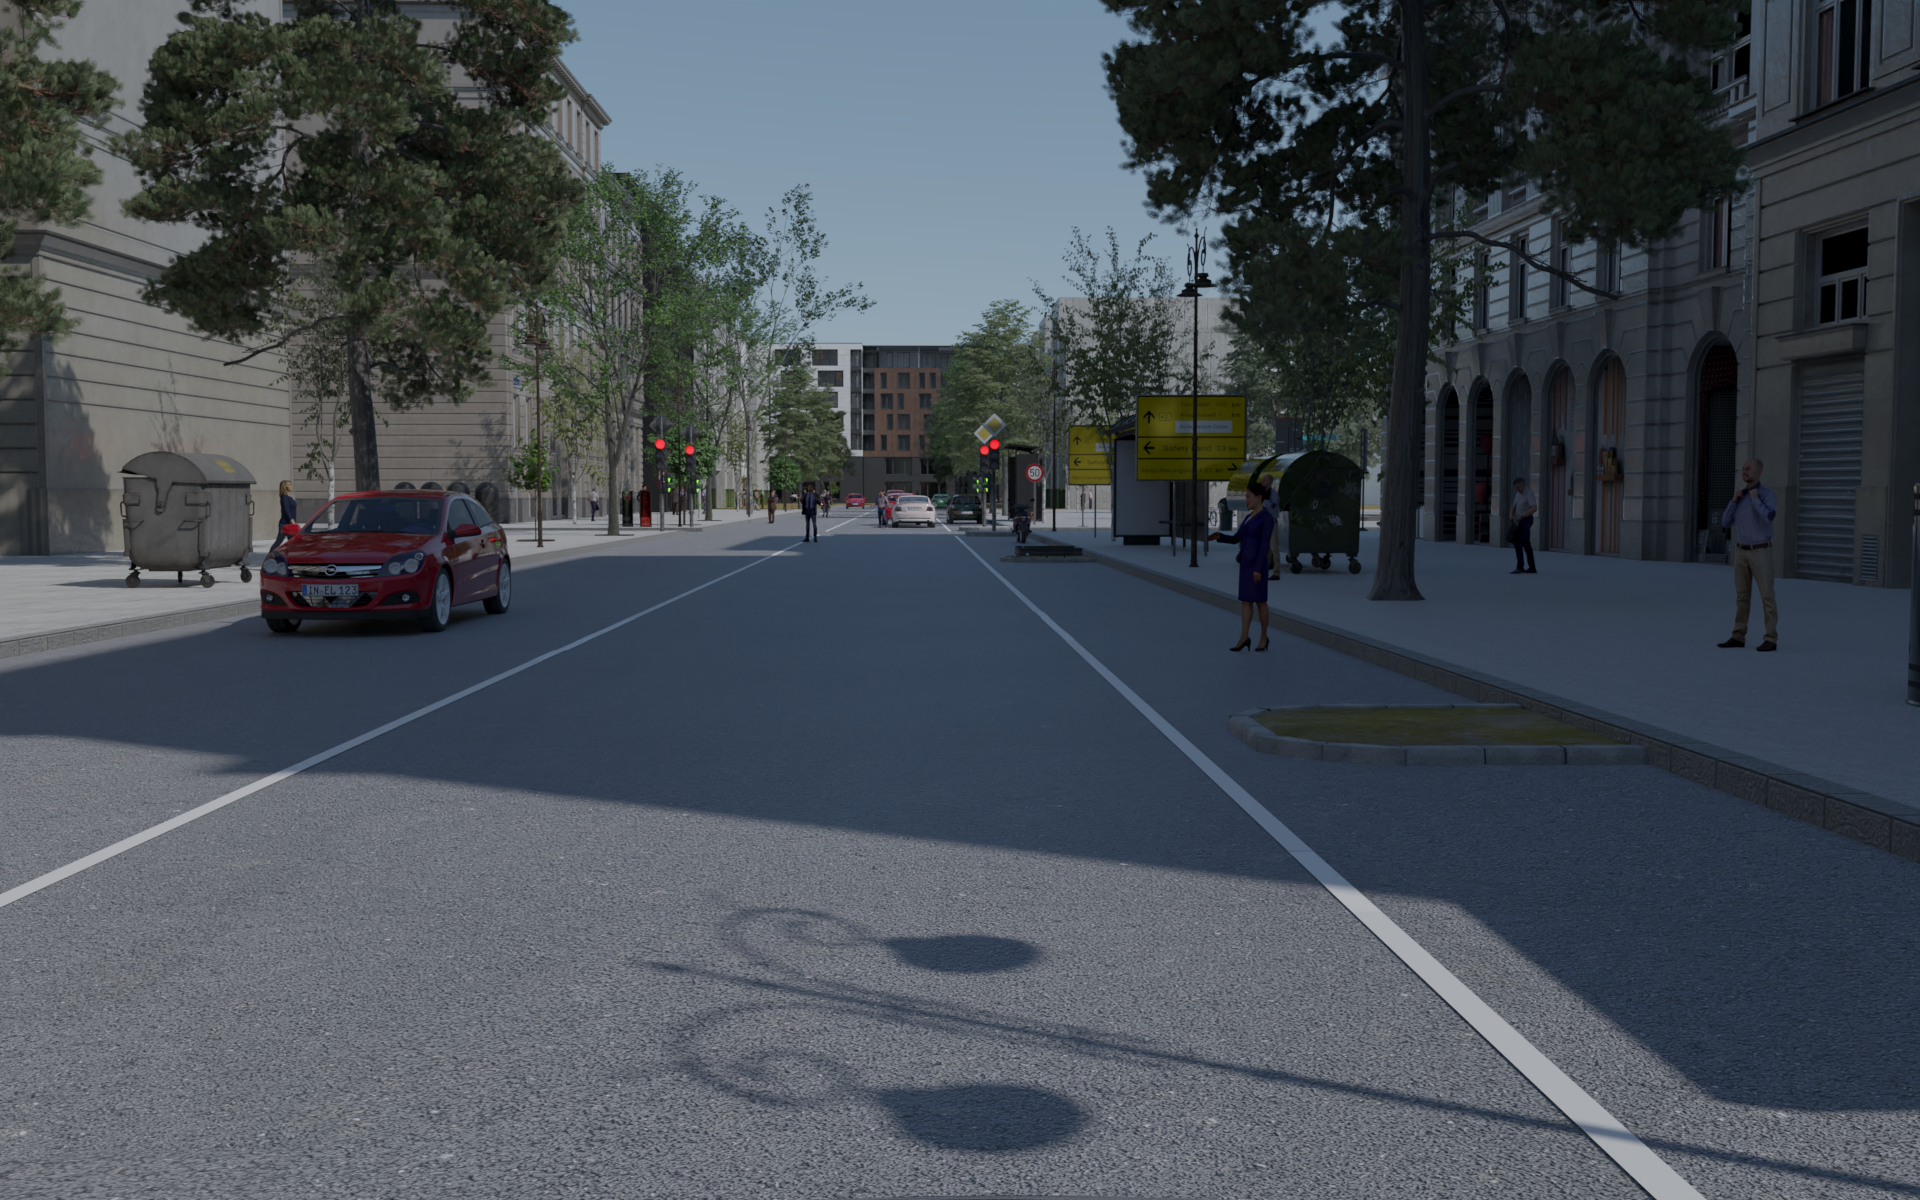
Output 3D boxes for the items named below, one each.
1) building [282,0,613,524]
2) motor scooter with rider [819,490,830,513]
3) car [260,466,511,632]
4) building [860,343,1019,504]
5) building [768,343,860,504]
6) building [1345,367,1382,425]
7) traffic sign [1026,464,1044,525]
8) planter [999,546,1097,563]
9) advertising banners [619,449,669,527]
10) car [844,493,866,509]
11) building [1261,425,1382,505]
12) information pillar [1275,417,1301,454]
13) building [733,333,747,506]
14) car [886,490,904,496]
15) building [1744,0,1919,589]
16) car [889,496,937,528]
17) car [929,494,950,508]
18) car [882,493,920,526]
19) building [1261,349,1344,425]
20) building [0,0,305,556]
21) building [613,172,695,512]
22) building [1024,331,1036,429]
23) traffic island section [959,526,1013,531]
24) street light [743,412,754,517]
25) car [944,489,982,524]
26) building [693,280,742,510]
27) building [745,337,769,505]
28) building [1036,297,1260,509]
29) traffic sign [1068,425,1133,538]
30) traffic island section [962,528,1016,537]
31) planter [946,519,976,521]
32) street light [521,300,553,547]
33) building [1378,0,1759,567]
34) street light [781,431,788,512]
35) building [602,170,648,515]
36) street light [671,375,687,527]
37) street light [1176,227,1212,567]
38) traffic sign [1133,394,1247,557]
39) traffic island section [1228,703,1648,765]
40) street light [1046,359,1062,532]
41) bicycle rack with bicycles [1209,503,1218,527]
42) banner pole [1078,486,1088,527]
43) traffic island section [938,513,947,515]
[{"bbox_3d":[-25.562,-17.682,86.365,12.463,27.353,25.104,0,4,-2],"label":"building"},{"bbox_3d":[-10.163,-7.364,129.360,0.876,1.779,1.986,0,4,-3],"label":"motor scooter with rider"},{"bbox_3d":[-6.297,-0.628,19.301,2.155,1.783,4.494,0,4,-2],"label":"car"},{"bbox_3d":[2.699,-24.755,248.726,32.646,21.610,27.936,0,4,-2],"label":"building"},{"bbox_3d":[-29.920,-24.670,247.333,32.646,21.610,27.936,0,4,-2],"label":"building"},{"bbox_3d":[58.496,-23.785,245.298,11.380,20.091,16.016,0,4,-2],"label":"building"},{"bbox_3d":[3.121,-4.427,72.487,0.768,2.556,0.104,0,4,-1],"label":"traffic sign"},{"bbox_3d":[1.851,-0.981,37.183,1.991,0.319,1.994,0,4,-2],"label":"planter"},{"bbox_3d":[-12.222,-4.340,67.142,2.074,3.025,0.090,1,4,13],"label":"advertising banners"},{"bbox_3d":[-10.043,-9.601,166.018,2.155,1.783,4.494,0,4,-3],"label":"car"},{"bbox_3d":[45.801,-16.323,209.030,28.070,9.664,9.099,0,4,-2],"label":"building"},{"bbox_3d":[11.159,-4.253,58.907,0.750,3.857,0.750,-2,4,-35],"label":"information pillar"},{"bbox_3d":[-30.161,-19.816,180.417,16.016,20.091,11.380,0,4,-2],"label":"building"},{"bbox_3d":[-5.758,-8.896,154.118,2.281,1.827,5.304,0,4,-3],"label":"car"},{"bbox_3d":[20.120,-10.985,12.892,16.112,22.955,30.059,0,4,-2],"label":"building"},{"bbox_3d":[-2.030,-3.825,74.907,2.083,1.381,4.827,0,4,-3],"label":"car"},{"bbox_3d":[-1.623,-8.502,150.803,2.131,1.459,4.920,0,4,0],"label":"car"},{"bbox_3d":[-2.700,-4.344,80.059,2.155,1.783,4.494,0,4,-1],"label":"car"},{"bbox_3d":[35.866,-24.818,249.741,32.646,21.610,27.936,0,4,-2],"label":"building"},{"bbox_3d":[-33.375,-12.775,42.149,30.059,22.955,16.112,0,4,-2],"label":"building"},{"bbox_3d":[-26.825,-18.226,127.678,12.332,23.373,15.834,0,4,-2],"label":"building"},{"bbox_3d":[16.346,-20.144,195.807,16.747,18.905,31.486,0,4,-2],"label":"building"},{"bbox_3d":[0.967,-2.781,67.746,2.009,0.180,2.903,0,4,-2],"label":"traffic island section"},{"bbox_3d":[-11.718,-7.540,96.069,0.468,5.910,1.993,0,4,-2],"label":"street light"},{"bbox_3d":[0.248,-4.513,83.573,2.009,1.686,4.222,0,4,-2],"label":"car"},{"bbox_3d":[-29.999,-17.885,158.871,16.747,18.905,31.486,0,4,-2],"label":"building"},{"bbox_3d":[-38.722,-20.509,201.784,31.486,18.905,16.747,0,4,-2],"label":"building"},{"bbox_3d":[17.011,-18.222,164.386,16.747,18.905,31.486,0,4,-2],"label":"building"},{"bbox_3d":[4.308,-3.490,50.929,2.265,3.308,0.079,0,4,5],"label":"traffic sign"},{"bbox_3d":[1.199,-2.293,59.764,2.009,0.180,2.903,0,4,-2],"label":"traffic island section"},{"bbox_3d":[0.243,-4.379,92.743,1.991,0.319,1.994,0,4,-2],"label":"planter"},{"bbox_3d":[-10.103,-4.203,41.513,0.468,5.910,1.993,0,4,-2],"label":"street light"},{"bbox_3d":[18.772,-12.116,39.903,13.314,21.916,24.055,0,4,-2],"label":"building"},{"bbox_3d":[-12.556,-9.287,124.624,0.468,5.910,1.993,0,4,-2],"label":"street light"},{"bbox_3d":[-26.330,-17.164,109.508,11.050,23.489,19.941,0,4,-2],"label":"building"},{"bbox_3d":[-10.946,-5.794,67.515,0.468,5.910,1.993,0,4,-2],"label":"street light"},{"bbox_3d":[4.109,-3.515,30.251,0.468,5.910,1.993,0,4,-2],"label":"street light"},{"bbox_3d":[4.723,-2.543,35.445,2.265,3.308,0.079,0,4,2],"label":"traffic sign"},{"bbox_3d":[2.628,0.778,10.146,1.991,0.108,1.994,0,4,-2],"label":"traffic island section"},{"bbox_3d":[3.228,-5.287,59.226,0.468,5.910,1.993,0,4,-2],"label":"street light"},{"bbox_3d":[9.074,-3.376,68.585,2.925,0.926,2.852,-2,4,-34],"label":"bicycle rack with bicycles"},{"bbox_3d":[4.801,-4.802,68.529,0.401,3.779,0.863,-1,4,-13],"label":"banner pole"},{"bbox_3d":[-0.555,-5.943,120.040,1.991,0.108,1.994,0,4,-2],"label":"traffic island section"}]
